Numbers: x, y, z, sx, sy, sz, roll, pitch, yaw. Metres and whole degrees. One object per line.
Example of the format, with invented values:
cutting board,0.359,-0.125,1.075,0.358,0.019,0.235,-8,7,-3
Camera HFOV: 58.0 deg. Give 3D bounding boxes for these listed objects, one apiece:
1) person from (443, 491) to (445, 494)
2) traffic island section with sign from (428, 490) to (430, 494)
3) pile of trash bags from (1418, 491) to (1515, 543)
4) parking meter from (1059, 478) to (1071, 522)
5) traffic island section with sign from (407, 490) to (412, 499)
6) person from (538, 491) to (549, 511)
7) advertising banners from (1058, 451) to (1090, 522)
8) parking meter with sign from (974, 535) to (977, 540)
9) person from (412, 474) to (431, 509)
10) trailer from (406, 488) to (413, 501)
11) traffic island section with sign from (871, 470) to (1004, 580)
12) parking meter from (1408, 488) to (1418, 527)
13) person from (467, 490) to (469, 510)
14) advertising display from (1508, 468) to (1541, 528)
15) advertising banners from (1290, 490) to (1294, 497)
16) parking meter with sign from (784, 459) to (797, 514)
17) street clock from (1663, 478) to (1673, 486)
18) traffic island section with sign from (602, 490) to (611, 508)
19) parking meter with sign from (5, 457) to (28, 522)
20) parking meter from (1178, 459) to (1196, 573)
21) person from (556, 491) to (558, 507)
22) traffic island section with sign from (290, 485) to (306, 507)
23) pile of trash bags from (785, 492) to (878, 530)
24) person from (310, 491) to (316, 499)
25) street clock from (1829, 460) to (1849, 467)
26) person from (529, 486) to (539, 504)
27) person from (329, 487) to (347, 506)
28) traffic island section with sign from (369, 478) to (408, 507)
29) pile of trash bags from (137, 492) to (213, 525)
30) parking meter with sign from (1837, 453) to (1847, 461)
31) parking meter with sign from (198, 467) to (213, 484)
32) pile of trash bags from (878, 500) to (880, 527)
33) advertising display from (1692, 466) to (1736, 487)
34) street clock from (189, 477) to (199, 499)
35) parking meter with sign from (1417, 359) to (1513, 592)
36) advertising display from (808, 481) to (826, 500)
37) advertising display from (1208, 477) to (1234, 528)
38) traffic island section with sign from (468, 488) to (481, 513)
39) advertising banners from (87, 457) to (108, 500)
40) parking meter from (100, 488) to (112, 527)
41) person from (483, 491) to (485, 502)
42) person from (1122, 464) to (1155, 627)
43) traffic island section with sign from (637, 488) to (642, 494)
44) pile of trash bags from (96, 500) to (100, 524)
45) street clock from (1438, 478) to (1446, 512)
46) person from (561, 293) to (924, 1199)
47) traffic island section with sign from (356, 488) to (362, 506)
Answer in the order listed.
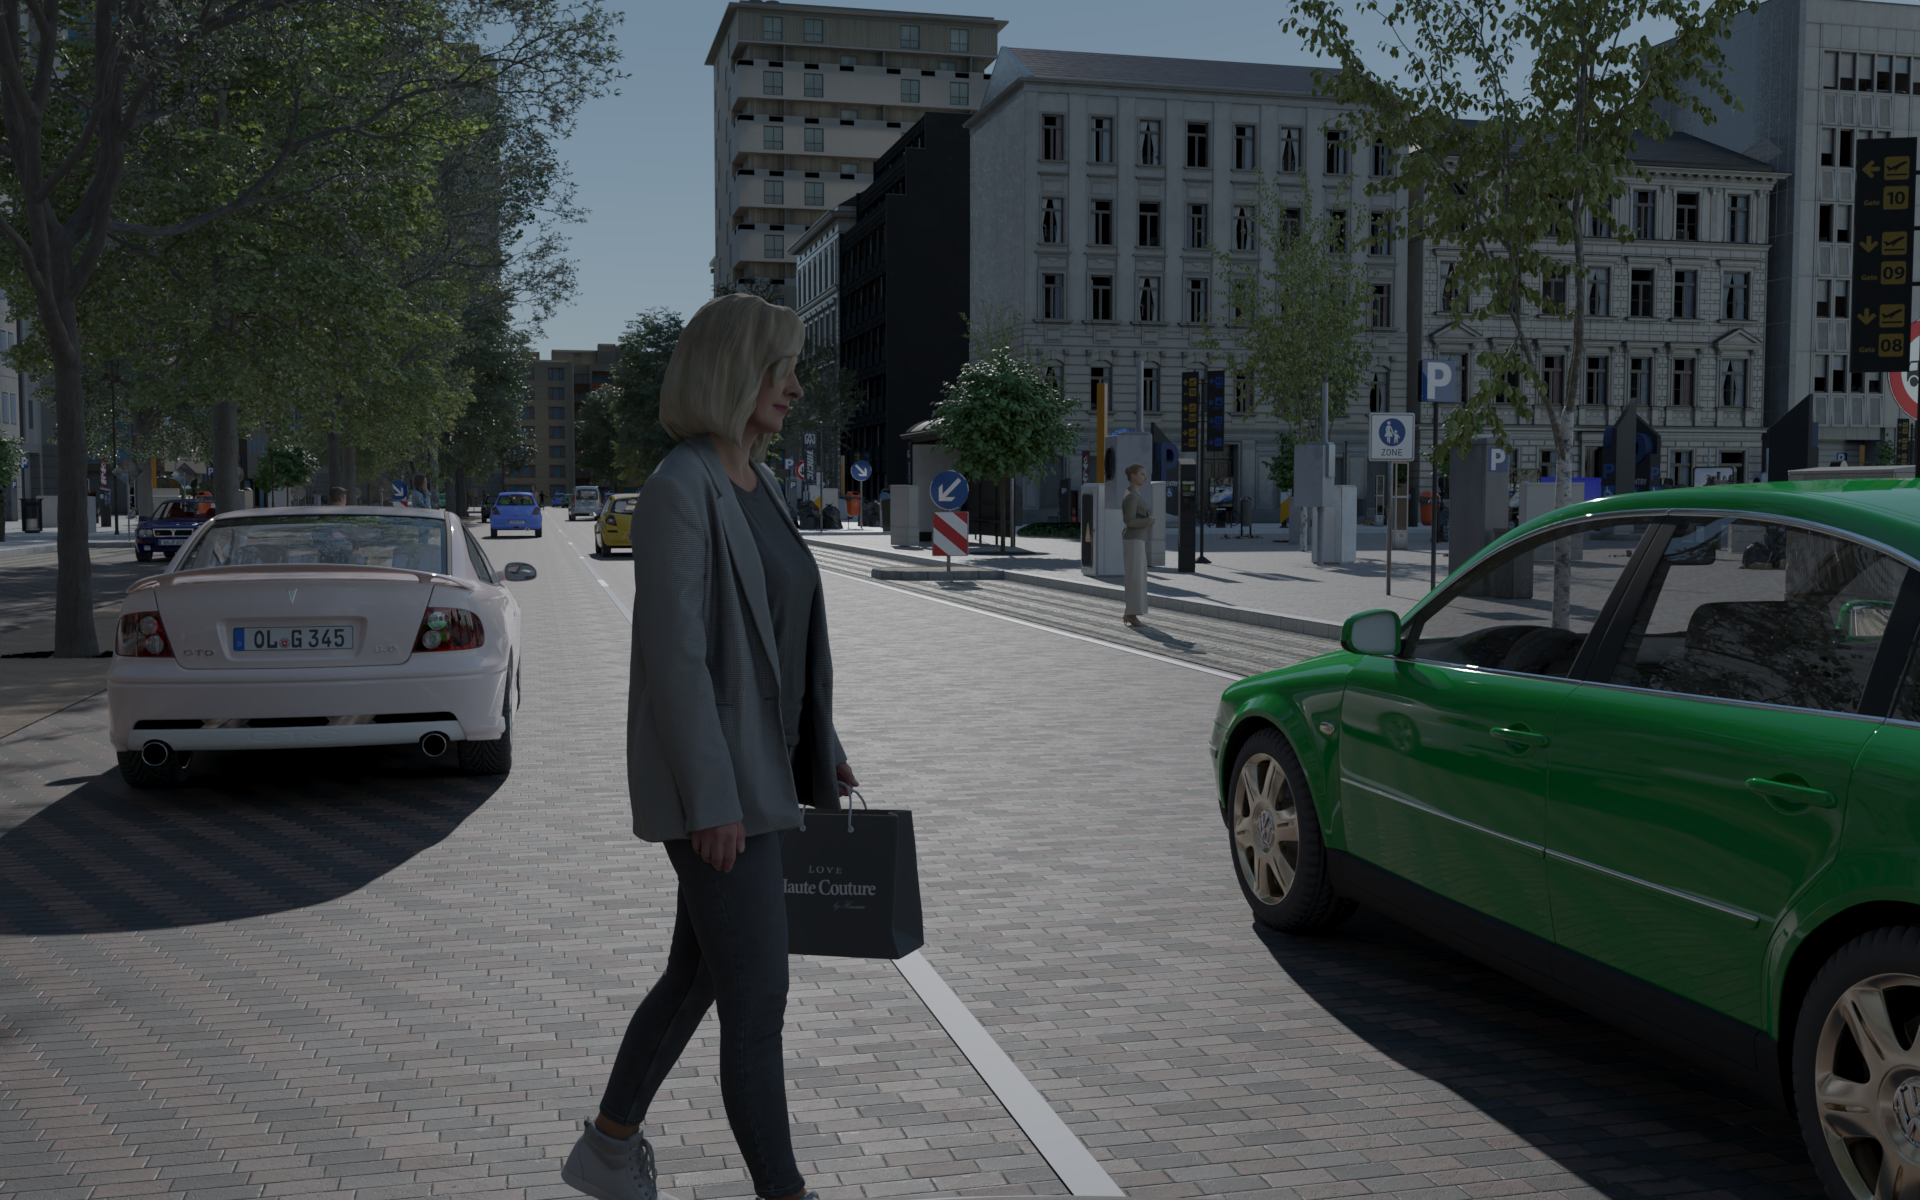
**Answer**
person,-48.877,-9.501,164.363,0.617,1.759,0.750,1,4,22
traffic island section with sign,-55.296,-10.494,180.210,1.989,1.847,2.006,-1,4,-14
pile of trash bags,13.436,-2.242,46.408,3.447,1.369,1.912,-3,5,-40
parking meter,3.815,-3.507,63.056,0.399,1.863,0.255,2,4,24
traffic island section with sign,-48.800,-8.894,154.046,1.989,1.847,2.006,-1,4,-14
person,-36.392,-8.659,150.903,1.217,1.723,0.721,0,4,3
advertising banners,4.649,-4.545,70.499,0.090,3.025,2.074,-2,4,-33
parking meter with sign,-0.377,-3.186,48.345,1.738,3.016,0.543,-1,4,-9
person,-9.810,-1.389,31.476,0.793,1.790,0.793,3,5,42
trailer,-50.301,-9.282,158.811,1.471,1.999,3.904,-1,4,-15
traffic island section with sign,-0.460,-1.278,29.517,1.989,1.847,2.006,-1,4,-14
parking meter,17.668,-3.615,67.518,0.372,1.533,0.369,0,3,0
person,-44.595,-9.046,156.533,0.705,1.807,1.348,0,4,7
advertising display,14.072,-2.331,43.329,0.974,1.923,0.123,-1,4,-16
advertising banners,12.296,-4.134,63.778,0.090,3.025,2.074,2,4,25
parking meter with sign,-8.188,-5.379,84.204,0.543,3.016,1.738,-1,4,-13
street clock,32.165,-4.533,78.684,0.358,2.002,0.471,0,4,-7
traffic island section with sign,-32.249,-9.123,157.796,1.989,1.847,2.006,-1,4,-14
parking meter with sign,-44.384,-5.167,80.740,1.738,3.016,0.543,0,4,8
parking meter,3.718,-1.386,28.365,0.255,1.863,0.399,0,4,1
person,-44.641,-11.164,191.588,0.434,1.755,0.990,0,4,-1
traffic island section with sign,-30.258,-4.318,79.227,1.989,1.847,2.006,-1,4,-14
pile of trash bags,-5.042,-3.315,63.956,3.447,1.369,1.912,-3,5,-44
person,-76.055,-11.911,203.950,0.721,1.736,1.217,1,4,17
street clock,18.615,-1.967,36.729,0.471,2.002,0.358,-3,5,-40
person,-19.769,-4.383,80.179,0.555,1.821,0.388,-2,4,-30
person,-7.082,-0.518,19.567,0.503,1.515,0.523,-3,4,-38
traffic island section with sign,-18.157,-2.934,56.104,2.006,1.907,1.989,-1,4,-14
pile of trash bags,-30.823,-3.590,68.452,3.447,1.369,1.912,2,4,26
parking meter with sign,38.058,-4.718,73.394,1.738,3.016,0.543,-1,4,-12
parking meter with sign,-48.886,-7.076,111.945,0.543,3.016,1.738,1,4,12
pile of trash bags,-2.322,-3.624,69.007,3.447,1.369,1.912,-1,4,-13
advertising display,17.434,-2.132,40.075,0.123,1.923,0.974,-3,5,-41
street clock,-32.297,-4.188,73.047,0.358,2.002,0.471,-2,4,-27
parking meter with sign,6.532,-1.564,21.828,0.543,3.016,1.738,-2,4,-24
advertising display,-7.193,-5.015,87.214,0.974,1.923,0.123,1,4,18
advertising display,9.854,-3.683,65.428,0.974,1.923,0.123,-1,4,-11
traffic island section with sign,-36.247,-7.395,129.041,2.006,1.907,1.989,-1,4,-14
advertising banners,-40.420,-5.161,80.572,0.090,3.025,2.074,1,4,20
parking meter,-33.320,-3.617,67.547,0.372,1.533,0.369,0,3,0
person,-53.374,-11.374,194.405,0.705,1.831,1.348,0,4,-7
person,1.914,-0.583,18.584,0.362,1.759,0.519,0,4,6
traffic island section with sign,-20.175,-6.143,109.073,1.989,1.847,2.006,-1,4,-14
pile of trash bags,-38.059,-3.958,74.460,1.912,1.369,3.447,-2,4,-27
street clock,19.940,-4.105,71.683,0.358,2.002,0.471,2,4,28
person,-0.425,0.328,3.316,0.728,1.800,0.709,1,4,18
traffic island section with sign,-36.847,-5.944,105.815,1.989,1.847,2.006,-1,4,-14
